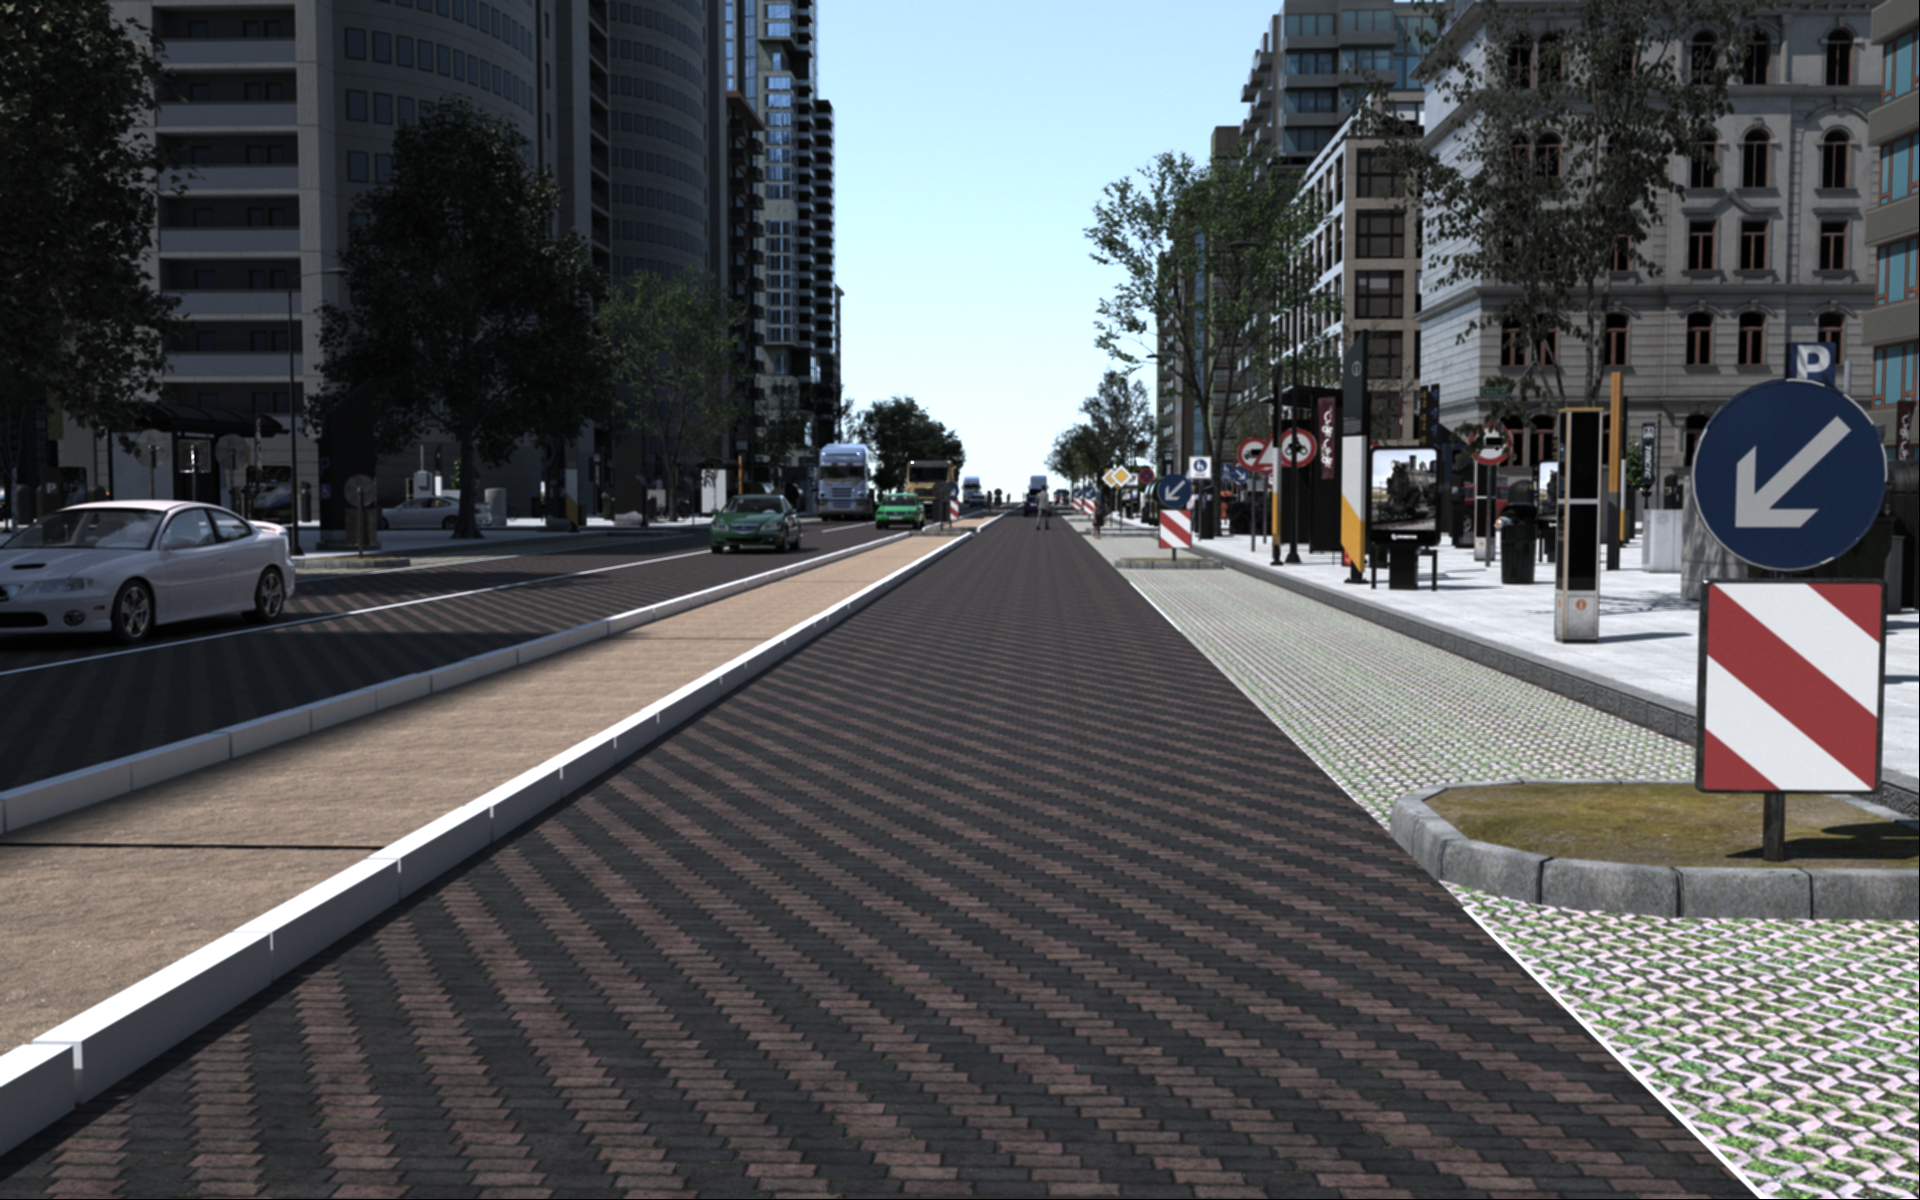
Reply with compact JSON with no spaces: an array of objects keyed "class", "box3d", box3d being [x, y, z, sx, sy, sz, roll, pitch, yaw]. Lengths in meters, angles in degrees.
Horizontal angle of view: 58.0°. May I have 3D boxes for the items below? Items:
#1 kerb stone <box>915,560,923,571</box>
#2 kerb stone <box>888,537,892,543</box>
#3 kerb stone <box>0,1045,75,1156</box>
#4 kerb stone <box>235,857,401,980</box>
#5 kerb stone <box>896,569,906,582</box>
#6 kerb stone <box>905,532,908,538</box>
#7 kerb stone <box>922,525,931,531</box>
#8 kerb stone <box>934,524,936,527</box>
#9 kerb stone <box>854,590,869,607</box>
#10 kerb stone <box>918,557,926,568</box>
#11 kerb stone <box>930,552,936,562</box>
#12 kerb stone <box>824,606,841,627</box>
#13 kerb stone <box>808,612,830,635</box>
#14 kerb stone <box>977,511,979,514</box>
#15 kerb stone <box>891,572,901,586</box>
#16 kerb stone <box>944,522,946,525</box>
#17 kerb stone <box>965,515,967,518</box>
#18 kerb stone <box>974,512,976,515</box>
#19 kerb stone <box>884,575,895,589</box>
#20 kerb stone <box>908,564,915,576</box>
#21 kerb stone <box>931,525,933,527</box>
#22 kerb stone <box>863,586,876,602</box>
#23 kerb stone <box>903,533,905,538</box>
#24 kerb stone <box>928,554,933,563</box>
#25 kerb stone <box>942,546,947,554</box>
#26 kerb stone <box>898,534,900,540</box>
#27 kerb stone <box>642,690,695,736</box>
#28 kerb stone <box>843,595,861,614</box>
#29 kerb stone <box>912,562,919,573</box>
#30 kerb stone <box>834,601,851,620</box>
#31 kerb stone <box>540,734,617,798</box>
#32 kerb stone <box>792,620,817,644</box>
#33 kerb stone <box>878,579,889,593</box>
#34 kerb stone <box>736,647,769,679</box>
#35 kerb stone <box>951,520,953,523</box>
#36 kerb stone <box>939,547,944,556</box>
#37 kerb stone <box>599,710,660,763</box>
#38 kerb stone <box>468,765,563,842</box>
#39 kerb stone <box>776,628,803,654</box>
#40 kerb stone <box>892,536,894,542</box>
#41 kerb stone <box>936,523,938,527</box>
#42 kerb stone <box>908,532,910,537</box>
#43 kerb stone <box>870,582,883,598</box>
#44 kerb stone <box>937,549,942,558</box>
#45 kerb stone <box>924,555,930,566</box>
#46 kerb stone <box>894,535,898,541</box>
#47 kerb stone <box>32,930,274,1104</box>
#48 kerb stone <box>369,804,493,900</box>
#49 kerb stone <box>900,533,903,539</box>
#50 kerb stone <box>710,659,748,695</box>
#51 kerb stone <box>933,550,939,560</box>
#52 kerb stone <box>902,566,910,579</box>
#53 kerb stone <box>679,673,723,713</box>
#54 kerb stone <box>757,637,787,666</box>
[{"class":"kerb stone","box3d":[-0.830,-0.609,32.220,0.120,0.150,1.000,0,4,3]},{"class":"kerb stone","box3d":[-2.140,-1.681,49.748,0.120,0.150,1.000,0,4,3]},{"class":"kerb stone","box3d":[-2.146,1.141,3.537,0.120,0.150,1.000,0,4,3]},{"class":"kerb stone","box3d":[-2.057,1.018,5.592,0.120,0.150,1.000,0,4,3]},{"class":"kerb stone","box3d":[-1.022,-0.361,28.128,0.120,0.150,1.000,0,4,3]},{"class":"kerb stone","box3d":[-1.859,-2.057,55.885,0.120,0.150,1.000,0,4,3]},{"class":"kerb stone","box3d":[-1.323,-2.776,67.693,0.120,0.150,1.000,0,4,3]},{"class":"kerb stone","box3d":[-1.172,-2.968,70.765,0.120,0.150,1.000,0,4,3]},{"class":"kerb stone","box3d":[-1.302,0.014,21.980,0.120,0.150,1.000,0,4,3]},{"class":"kerb stone","box3d":[-0.791,-0.675,33.241,0.120,0.150,1.000,0,4,3]},{"class":"kerb stone","box3d":[-0.644,-0.861,36.308,0.120,0.150,1.000,0,4,3]},{"class":"kerb stone","box3d":[-1.439,0.206,18.906,0.120,0.150,1.000,0,4,3]},{"class":"kerb stone","box3d":[-1.490,0.264,17.875,0.120,0.150,1.000,0,4,3]},{"class":"kerb stone","box3d":[1.024,-5.915,118.903,0.120,0.150,1.000,0,4,3]},{"class":"kerb stone","box3d":[-1.067,-0.299,27.106,0.120,0.150,1.000,0,4,3]},{"class":"kerb stone","box3d":[-0.846,-3.410,77.941,0.120,0.150,1.000,0,4,3]},{"class":"kerb stone","box3d":[0.181,-4.787,100.460,0.120,0.150,1.000,0,4,3]},{"class":"kerb stone","box3d":[0.780,-5.601,113.787,0.120,0.150,1.000,0,4,3]},{"class":"kerb stone","box3d":[-1.117,-0.233,26.085,0.120,0.150,1.000,0,4,3]},{"class":"kerb stone","box3d":[-0.926,-0.488,30.178,0.120,0.150,1.000,0,4,3]},{"class":"kerb stone","box3d":[-1.263,-2.845,68.715,0.120,0.150,1.000,0,4,3]},{"class":"kerb stone","box3d":[-1.258,-0.046,23.007,0.120,0.150,1.000,0,4,3]},{"class":"kerb stone","box3d":[-1.908,-1.997,54.864,0.120,0.150,1.000,0,4,3]},{"class":"kerb stone","box3d":[-0.693,-0.798,35.284,0.120,0.150,1.000,0,4,3]},{"class":"kerb stone","box3d":[-0.459,-1.113,40.399,0.120,0.150,1.000,0,4,3]},{"class":"kerb stone","box3d":[-1.995,-1.863,52.819,0.120,0.150,1.000,0,4,3]},{"class":"kerb stone","box3d":[-1.814,0.702,10.716,0.120,0.150,1.000,0,4,3]},{"class":"kerb stone","box3d":[-1.344,0.076,20.959,0.120,0.150,1.000,0,4,3]},{"class":"kerb stone","box3d":[-0.884,-0.544,31.199,0.120,0.150,1.000,0,4,3]},{"class":"kerb stone","box3d":[-1.400,0.142,19.930,0.120,0.150,1.000,0,4,3]},{"class":"kerb stone","box3d":[-1.909,0.828,8.660,0.120,0.150,1.000,0,4,3]},{"class":"kerb stone","box3d":[-1.542,0.327,16.853,0.120,0.150,1.000,0,4,3]},{"class":"kerb stone","box3d":[-1.164,-0.175,25.050,0.120,0.150,1.000,0,4,3]},{"class":"kerb stone","box3d":[-1.677,0.514,13.786,0.120,0.150,1.000,0,4,3]},{"class":"kerb stone","box3d":[-0.566,-3.786,84.092,0.120,0.150,1.000,0,4,3]},{"class":"kerb stone","box3d":[-0.508,-1.051,39.374,0.120,0.150,1.000,0,4,3]},{"class":"kerb stone","box3d":[-1.862,0.768,9.689,0.120,0.150,1.000,0,4,3]},{"class":"kerb stone","box3d":[-1.959,0.891,7.634,0.120,0.150,1.000,0,4,3]},{"class":"kerb stone","box3d":[-1.584,0.389,15.832,0.120,0.150,1.000,0,4,3]},{"class":"kerb stone","box3d":[-2.098,-1.748,50.769,0.120,0.150,1.000,0,4,3]},{"class":"kerb stone","box3d":[-1.126,-3.033,71.786,0.120,0.150,1.000,0,4,3]},{"class":"kerb stone","box3d":[-1.813,-2.123,56.907,0.120,0.150,1.000,0,4,3]},{"class":"kerb stone","box3d":[-1.213,-0.112,24.029,0.120,0.150,1.000,0,4,3]},{"class":"kerb stone","box3d":[-0.551,-0.988,38.353,0.120,0.150,1.000,0,4,3]},{"class":"kerb stone","box3d":[-0.743,-0.738,34.263,0.120,0.150,1.000,0,4,3]},{"class":"kerb stone","box3d":[-2.043,-1.810,51.790,0.120,0.150,1.000,0,4,3]},{"class":"kerb stone","box3d":[-2.097,1.078,4.567,0.120,0.150,1.000,0,4,3]},{"class":"kerb stone","box3d":[-2.010,0.953,6.613,0.120,0.150,1.000,0,4,3]},{"class":"kerb stone","box3d":[-1.947,-1.936,53.842,0.120,0.150,1.000,0,4,3]},{"class":"kerb stone","box3d":[-1.726,0.577,12.765,0.120,0.150,1.000,0,4,3]},{"class":"kerb stone","box3d":[-0.596,-0.926,37.329,0.120,0.150,1.000,0,4,3]},{"class":"kerb stone","box3d":[-0.974,-0.426,29.156,0.120,0.150,1.000,0,4,3]},{"class":"kerb stone","box3d":[-1.774,0.642,11.740,0.120,0.150,1.000,0,4,3]},{"class":"kerb stone","box3d":[-1.634,0.452,14.809,0.120,0.150,1.000,0,4,3]}]
